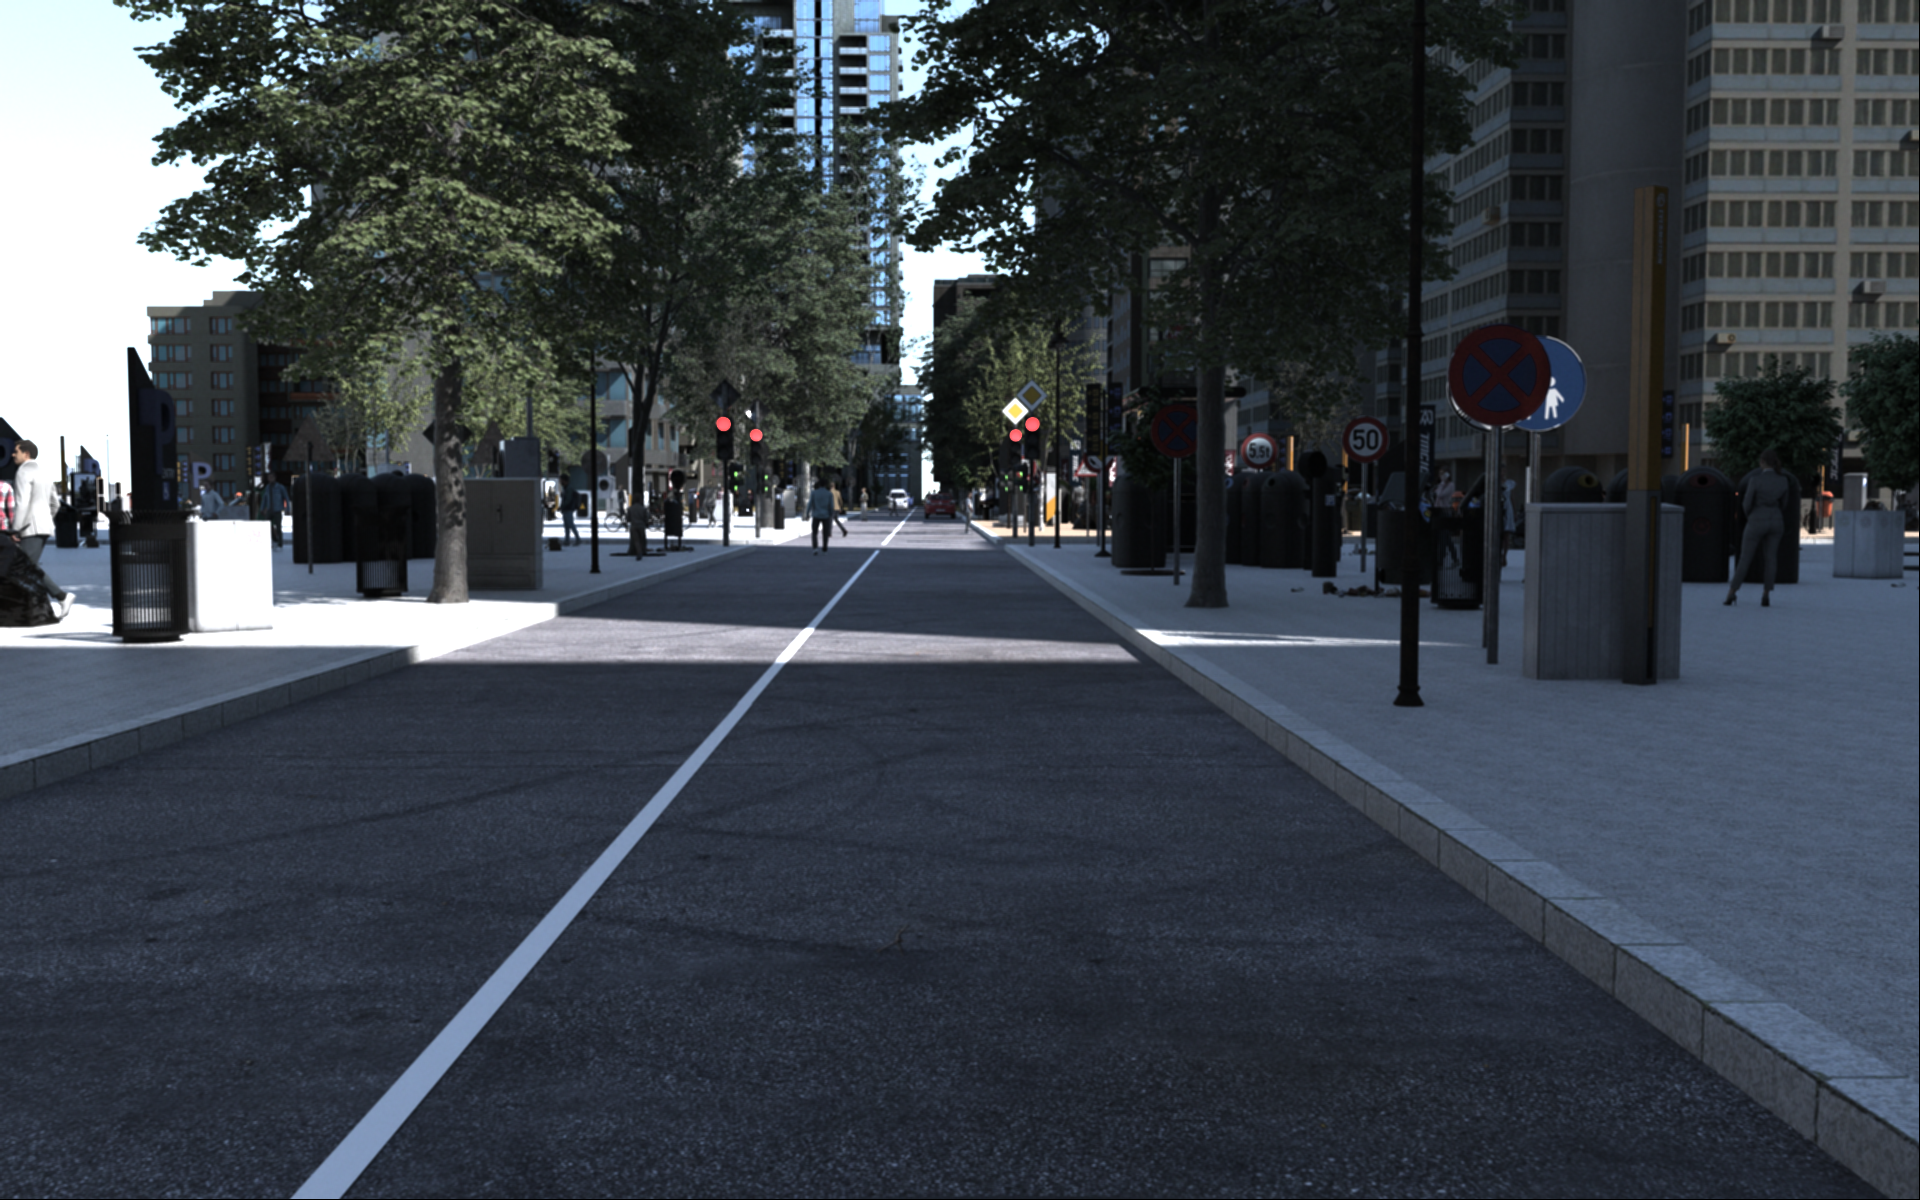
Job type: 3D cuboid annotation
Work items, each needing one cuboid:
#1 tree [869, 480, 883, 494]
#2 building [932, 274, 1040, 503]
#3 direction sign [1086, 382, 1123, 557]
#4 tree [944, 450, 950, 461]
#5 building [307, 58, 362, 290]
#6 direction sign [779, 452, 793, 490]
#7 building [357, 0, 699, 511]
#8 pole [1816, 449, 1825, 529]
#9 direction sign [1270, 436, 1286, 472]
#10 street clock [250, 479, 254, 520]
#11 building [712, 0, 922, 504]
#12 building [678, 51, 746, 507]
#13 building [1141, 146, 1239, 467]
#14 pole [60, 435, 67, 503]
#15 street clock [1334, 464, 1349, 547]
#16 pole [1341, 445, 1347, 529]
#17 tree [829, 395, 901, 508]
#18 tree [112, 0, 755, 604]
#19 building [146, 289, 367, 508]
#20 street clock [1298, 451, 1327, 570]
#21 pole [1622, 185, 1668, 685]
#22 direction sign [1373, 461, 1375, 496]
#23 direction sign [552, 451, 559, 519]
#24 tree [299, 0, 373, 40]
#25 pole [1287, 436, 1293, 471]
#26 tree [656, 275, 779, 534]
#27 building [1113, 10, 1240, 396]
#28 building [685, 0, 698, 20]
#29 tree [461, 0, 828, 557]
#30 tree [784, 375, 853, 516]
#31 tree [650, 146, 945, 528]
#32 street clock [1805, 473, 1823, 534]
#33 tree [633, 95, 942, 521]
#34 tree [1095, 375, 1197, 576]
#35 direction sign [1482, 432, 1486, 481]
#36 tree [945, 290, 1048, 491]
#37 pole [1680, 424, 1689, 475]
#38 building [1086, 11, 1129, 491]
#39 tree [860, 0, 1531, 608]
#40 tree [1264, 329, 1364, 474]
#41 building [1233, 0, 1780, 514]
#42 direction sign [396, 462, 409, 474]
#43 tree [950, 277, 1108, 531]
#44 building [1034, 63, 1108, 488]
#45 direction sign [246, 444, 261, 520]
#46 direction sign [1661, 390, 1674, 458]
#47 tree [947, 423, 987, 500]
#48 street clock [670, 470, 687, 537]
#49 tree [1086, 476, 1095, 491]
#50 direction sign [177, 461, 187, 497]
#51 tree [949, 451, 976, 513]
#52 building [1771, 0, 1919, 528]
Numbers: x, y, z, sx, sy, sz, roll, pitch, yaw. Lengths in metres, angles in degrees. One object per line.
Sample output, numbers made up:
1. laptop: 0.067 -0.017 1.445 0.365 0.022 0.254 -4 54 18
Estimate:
1. tree: -9.527 -12.629 201.083 1.663 3.219 1.824 0 3 0
2. building: 3.304 -28.045 230.231 14.107 30.474 14.160 0 4 -1
3. direction sign: 2.939 -2.652 35.362 0.876 3.537 0.379 3 5 40
4. tree: 1.919 -7.738 76.873 4.737 8.622 4.395 0 3 0
5. building: -70.837 -42.166 231.410 28.212 58.520 21.231 0 4 -1
6. direction sign: -9.372 -6.196 93.302 0.876 3.537 0.379 2 4 25
7. building: -34.343 -31.827 139.983 23.786 49.044 30.456 0 4 -1
8. pole: 31.425 -4.245 63.250 0.158 3.312 0.155 0 3 0
9. direction sign: 12.381 -4.619 67.522 0.379 3.537 0.876 -2 4 -32
10. street clock: -32.937 -4.658 80.728 0.358 2.002 0.471 -2 4 -30
11. building: -20.636 -56.218 231.841 31.000 86.520 22.319 0 4 -1
12. building: -33.681 -33.821 176.676 21.600 48.544 21.300 0 4 -1
13. building: 22.034 -22.870 145.618 14.160 30.474 14.107 0 4 -1
14. pole: -31.149 -4.058 60.186 0.158 3.312 0.155 0 3 0
15. street clock: 9.259 -2.311 42.358 0.471 2.002 0.358 0 4 7
16. pole: 14.122 -4.268 63.622 0.158 3.312 0.155 0 3 0
17. tree: -8.852 -13.674 157.980 7.601 10.594 8.767 -1 4 -8
18. tree: -6.048 -6.262 20.517 7.486 12.596 7.792 0 3 0
19. building: -60.351 -20.067 173.140 28.899 21.520 27.650 0 4 -1
20. street clock: 5.935 -1.507 29.202 0.471 2.002 0.358 -2 4 -35
21. pole: 4.594 -1.087 11.611 0.158 3.312 0.155 0 3 0
22. direction sign: 18.009 -5.101 75.397 0.379 3.537 0.876 1 4 11
23. direction sign: -21.280 -6.044 90.823 0.379 3.537 0.876 1 4 22
24. tree: -6.456 -6.012 8.659 12.009 13.543 11.850 0 3 0
25. pole: 11.634 -4.114 61.103 0.158 3.312 0.155 0 3 0
26. tree: -7.621 -6.456 55.911 4.360 8.622 3.978 0 3 0
27. building: 21.799 -31.142 159.290 14.600 45.320 14.200 0 4 -1
28. building: -46.436 -48.534 231.776 20.611 71.187 20.563 0 4 -1
29. tree: -6.527 -6.722 35.663 9.928 11.665 9.643 0 3 0
30. tree: -8.362 -9.072 98.697 4.737 8.622 4.395 0 3 0
31. tree: -7.293 -9.709 65.398 9.857 13.997 8.962 0 3 0
32. street clock: 27.297 -3.108 55.389 0.471 2.002 0.358 3 5 45
33. tree: -8.561 -13.786 81.283 12.611 20.169 13.585 0 3 0
34. tree: 3.216 -2.019 27.604 1.663 3.219 1.824 0 3 0
35. direction sign: 12.010 -2.911 39.598 0.379 3.537 0.876 2 4 24
36. tree: 1.261 -12.420 109.720 9.857 13.997 8.962 0 3 0
37. pole: 21.008 -3.451 50.274 0.158 3.312 0.155 0 3 0
38. building: 24.085 -45.161 176.626 20.563 71.187 20.611 0 4 -1
39. tree: 2.740 -6.218 19.784 7.486 12.596 7.792 0 3 0
40. tree: 14.657 -7.478 72.628 4.360 8.622 3.978 0 3 0
41. building: 31.622 -25.807 113.829 32.217 40.220 23.993 0 4 -1
42. direction sign: -38.943 -7.894 121.066 0.876 3.537 0.379 -2 4 -24
43. tree: 2.958 -6.699 59.896 4.737 8.622 4.395 0 3 0
44. building: 24.592 -42.285 233.358 28.212 58.520 21.231 0 4 -1
45. direction sign: -32.165 -5.316 78.911 0.876 3.537 0.379 2 4 23
46. direction sign: 15.278 -2.821 38.114 0.379 3.537 0.876 -2 4 -33
47. tree: 0.324 -14.309 184.319 4.360 8.622 3.978 0 3 0
48. street clock: -8.481 -2.914 52.212 0.471 2.002 0.358 1 4 11
49. tree: 7.935 -6.347 98.378 1.663 3.219 1.824 0 3 0
50. direction sign: -52.822 -7.679 117.555 0.379 3.537 0.876 2 4 29
51. tree: 0.795 -8.302 119.445 4.285 4.588 4.351 0 3 0
52. building: 35.101 -23.802 81.051 23.993 40.220 32.217 0 4 -1
